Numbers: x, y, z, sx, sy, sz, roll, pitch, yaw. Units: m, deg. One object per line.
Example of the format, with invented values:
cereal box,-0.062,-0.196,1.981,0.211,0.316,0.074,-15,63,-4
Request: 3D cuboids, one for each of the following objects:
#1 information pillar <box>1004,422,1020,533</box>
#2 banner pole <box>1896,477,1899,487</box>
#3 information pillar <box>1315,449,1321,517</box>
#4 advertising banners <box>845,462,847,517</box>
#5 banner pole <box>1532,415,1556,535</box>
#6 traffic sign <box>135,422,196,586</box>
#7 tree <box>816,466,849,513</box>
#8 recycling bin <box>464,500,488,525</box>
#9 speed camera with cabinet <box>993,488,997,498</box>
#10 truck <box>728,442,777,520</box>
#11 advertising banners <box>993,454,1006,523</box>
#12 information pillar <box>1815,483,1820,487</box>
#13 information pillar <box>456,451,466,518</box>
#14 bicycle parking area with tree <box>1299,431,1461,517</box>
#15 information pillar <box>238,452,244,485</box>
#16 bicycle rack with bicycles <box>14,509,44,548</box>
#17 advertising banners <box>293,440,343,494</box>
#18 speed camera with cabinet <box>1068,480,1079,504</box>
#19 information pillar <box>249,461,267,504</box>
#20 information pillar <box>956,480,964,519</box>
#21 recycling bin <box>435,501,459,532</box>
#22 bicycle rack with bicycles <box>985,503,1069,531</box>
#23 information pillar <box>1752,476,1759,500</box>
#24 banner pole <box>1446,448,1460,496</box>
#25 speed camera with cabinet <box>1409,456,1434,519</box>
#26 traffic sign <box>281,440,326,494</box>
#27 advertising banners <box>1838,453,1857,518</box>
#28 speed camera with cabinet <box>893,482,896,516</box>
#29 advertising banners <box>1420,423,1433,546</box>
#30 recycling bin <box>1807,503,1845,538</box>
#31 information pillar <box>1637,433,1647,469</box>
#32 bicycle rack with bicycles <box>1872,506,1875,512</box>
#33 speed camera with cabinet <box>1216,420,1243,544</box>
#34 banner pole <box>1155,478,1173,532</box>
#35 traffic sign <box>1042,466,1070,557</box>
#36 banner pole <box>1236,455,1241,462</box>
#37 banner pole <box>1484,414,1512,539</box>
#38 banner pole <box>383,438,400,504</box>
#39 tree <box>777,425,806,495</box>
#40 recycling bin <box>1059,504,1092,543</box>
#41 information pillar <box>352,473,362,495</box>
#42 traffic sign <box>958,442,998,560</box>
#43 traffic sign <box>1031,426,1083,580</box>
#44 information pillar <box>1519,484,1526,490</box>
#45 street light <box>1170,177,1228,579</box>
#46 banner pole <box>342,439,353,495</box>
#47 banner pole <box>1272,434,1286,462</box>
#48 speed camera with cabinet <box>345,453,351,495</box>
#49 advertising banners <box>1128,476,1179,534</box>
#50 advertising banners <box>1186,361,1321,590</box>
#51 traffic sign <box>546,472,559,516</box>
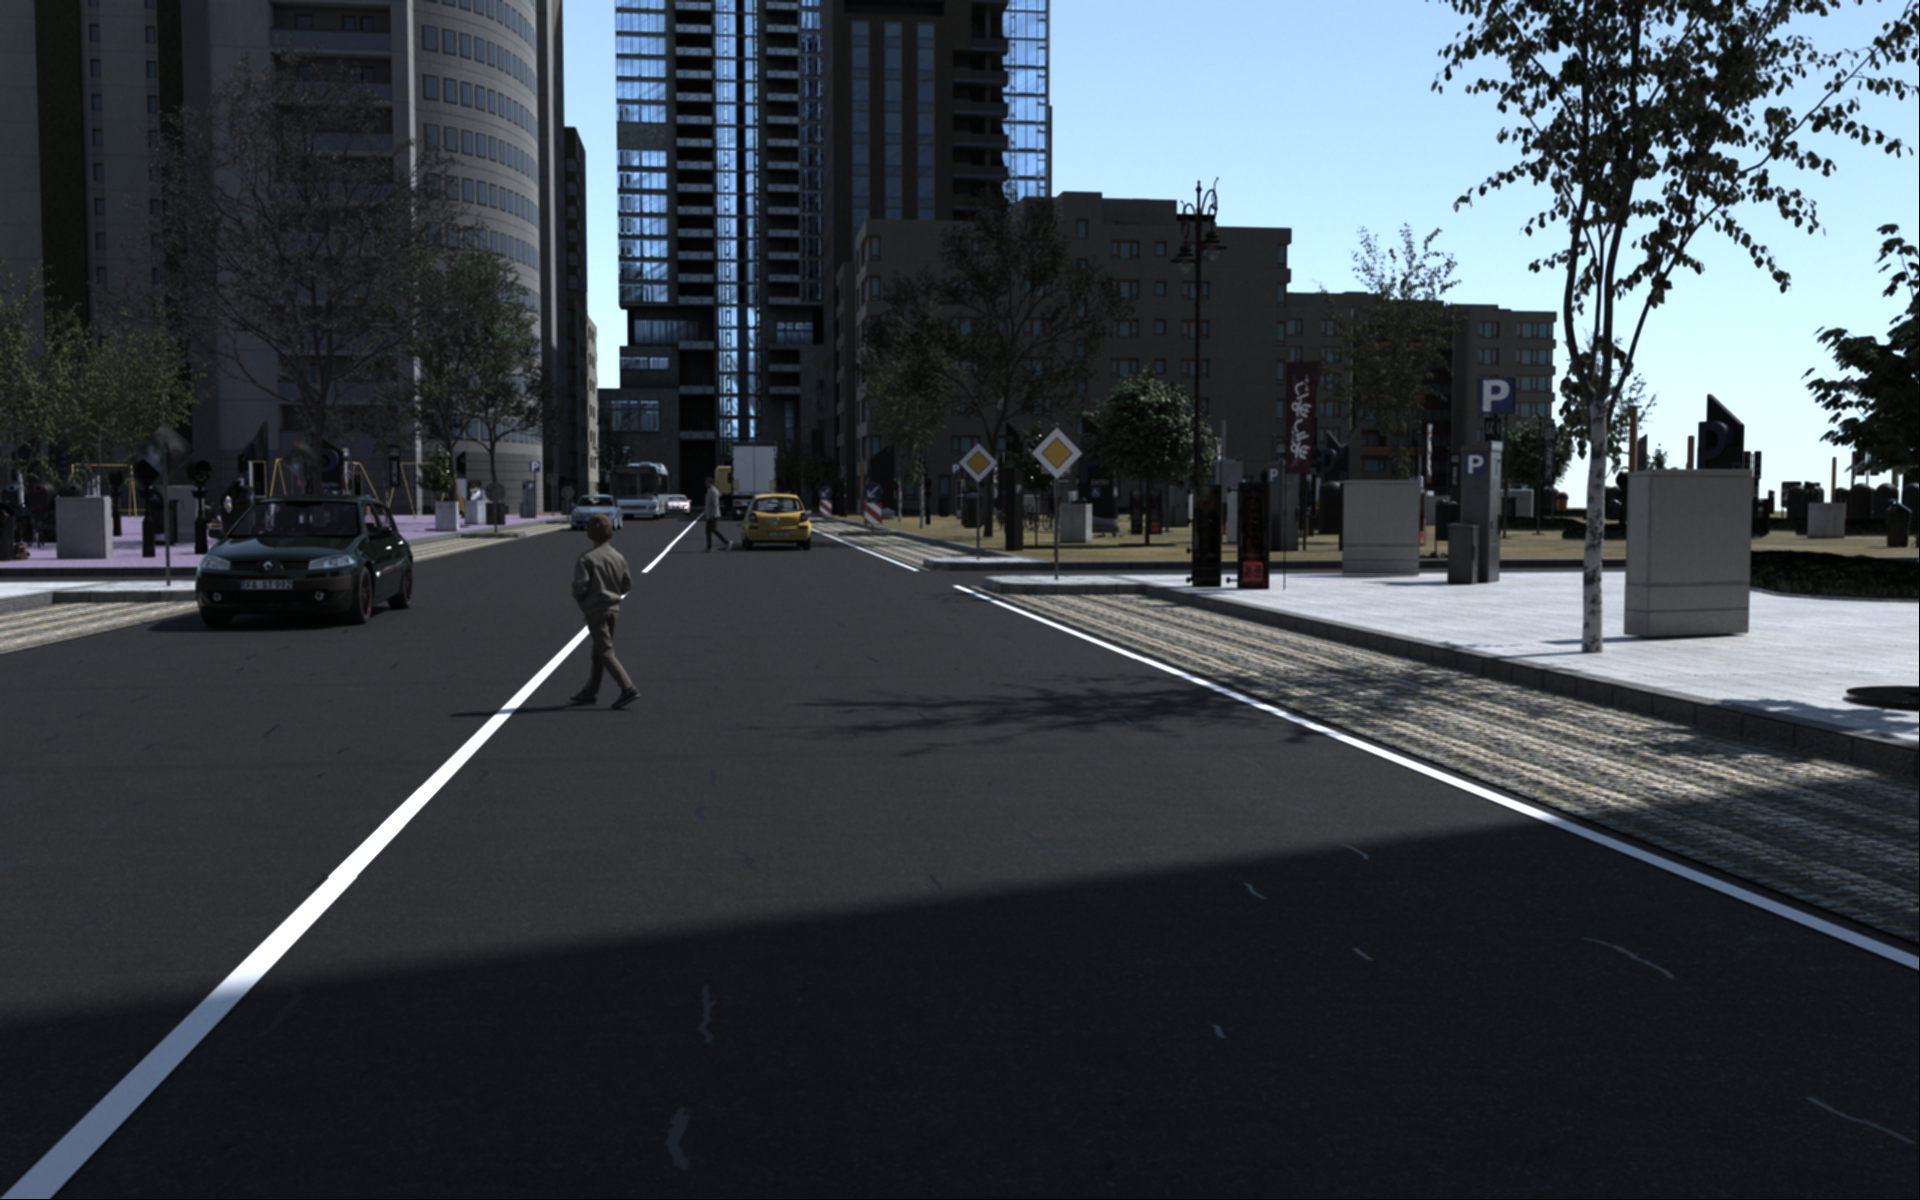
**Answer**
information pillar,1.713,-3.989,56.575,0.504,3.616,0.183,-1,4,-20
banner pole,40.130,-5.145,74.135,0.401,3.779,0.863,3,4,36
information pillar,18.224,-5.886,87.588,0.504,3.616,0.183,1,4,20
advertising banners,-6.233,-6.030,94.774,0.090,3.025,2.074,0,4,-2
banner pole,18.424,-3.946,54.539,0.401,3.779,0.863,-2,4,-29
traffic sign,-11.043,-1.252,24.110,0.795,2.450,0.064,0,4,-8
tree,-8.537,-7.472,116.774,1.663,3.219,1.824,0,3,0
recycling bin,-20.345,-3.689,72.875,0.722,1.027,0.722,2,4,28
speed camera with cabinet,2.272,-5.929,91.273,2.038,3.252,0.660,1,4,12
truck,-11.772,-6.698,98.427,2.839,4.237,11.283,0,4,-7
advertising banners,2.039,-4.937,76.913,0.090,3.025,2.074,3,5,42
information pillar,54.959,-6.522,111.128,0.304,2.012,0.304,1,4,9
information pillar,-26.596,-6.182,92.429,0.504,3.616,0.183,-2,4,-25
bicycle parking area with tree,19.688,-5.768,81.304,9.016,4.147,8.231,0,4,-8
information pillar,-36.908,-5.987,89.242,0.504,3.616,0.183,-2,4,-24
bicycle rack with bicycles,-23.207,-1.722,41.532,2.852,0.926,2.925,-2,4,-24
advertising banners,-21.189,-3.732,57.209,0.090,3.025,2.074,2,4,25
speed camera with cabinet,6.949,-6.746,104.635,0.660,3.252,2.038,-3,5,-42
information pillar,-15.617,-2.083,38.545,0.304,2.012,0.304,-2,4,-34
information pillar,0.020,-5.140,88.529,0.304,2.012,0.304,2,4,32
recycling bin,-17.619,-2.872,59.516,0.722,1.027,0.722,-1,4,-9
bicycle rack with bicycles,2.118,-2.922,61.153,2.852,0.926,2.925,-1,4,-20
information pillar,32.988,-4.132,72.048,0.304,2.012,0.304,-1,4,-17
banner pole,26.509,-6.322,93.374,0.863,3.779,0.401,2,4,29
speed camera with cabinet,24.022,-5.863,90.193,0.660,3.252,2.038,3,4,38
traffic sign,-12.130,-1.736,32.021,0.795,2.450,0.064,0,4,-8
advertising banners,36.418,-4.582,71.101,0.090,3.025,2.074,1,4,11
speed camera with cabinet,-3.817,-6.028,92.892,0.660,3.252,2.038,0,4,3
advertising banners,11.302,-2.828,42.426,0.090,3.025,2.074,2,4,29
recycling bin,25.269,-2.322,50.522,0.722,1.027,0.722,-1,4,-14
information pillar,26.255,-4.617,66.842,0.504,3.616,0.183,0,4,0
bicycle rack with bicycles,50.327,-5.113,96.977,2.852,0.926,2.925,-1,4,-15
speed camera with cabinet,7.321,-3.146,45.766,0.660,3.252,2.038,0,4,-8
banner pole,6.877,-4.204,58.749,0.401,3.779,0.863,-2,4,-35
traffic sign,1.960,-2.040,35.479,0.606,2.300,0.079,0,4,-4
banner pole,17.709,-7.343,110.080,0.401,3.779,0.863,-1,4,-15
banner pole,15.524,-3.670,50.014,0.863,3.779,0.401,0,4,2
banner pole,-25.578,-5.374,77.874,0.863,3.779,0.401,-2,4,-24
tree,-17.777,-14.340,184.828,4.737,8.622,4.395,0,3,0
recycling bin,3.057,-2.026,45.678,0.722,1.027,0.722,1,4,19
information pillar,-20.702,-3.365,59.517,0.304,2.012,0.304,-2,4,-24
traffic sign,0.351,-1.839,33.707,0.795,2.450,0.064,0,4,-8
traffic sign,1.437,-1.355,25.796,0.795,2.450,0.064,0,4,-8
information pillar,35.725,-7.254,109.956,0.504,3.616,0.183,1,4,16
street light,3.517,-3.235,25.677,0.468,5.910,1.993,0,4,-8
banner pole,-27.936,-5.450,79.127,0.401,3.779,0.863,1,4,20
banner pole,13.240,-5.028,72.227,0.863,3.779,0.401,3,5,42
speed camera with cabinet,-29.555,-5.363,82.016,2.038,3.252,0.660,0,4,3
advertising banners,6.227,-3.613,55.258,2.074,3.025,0.090,3,5,43
advertising banners,3.960,-1.668,23.457,2.074,3.025,0.090,3,5,42
traffic sign,-23.677,-6.149,100.648,0.768,2.556,0.104,0,4,-7
